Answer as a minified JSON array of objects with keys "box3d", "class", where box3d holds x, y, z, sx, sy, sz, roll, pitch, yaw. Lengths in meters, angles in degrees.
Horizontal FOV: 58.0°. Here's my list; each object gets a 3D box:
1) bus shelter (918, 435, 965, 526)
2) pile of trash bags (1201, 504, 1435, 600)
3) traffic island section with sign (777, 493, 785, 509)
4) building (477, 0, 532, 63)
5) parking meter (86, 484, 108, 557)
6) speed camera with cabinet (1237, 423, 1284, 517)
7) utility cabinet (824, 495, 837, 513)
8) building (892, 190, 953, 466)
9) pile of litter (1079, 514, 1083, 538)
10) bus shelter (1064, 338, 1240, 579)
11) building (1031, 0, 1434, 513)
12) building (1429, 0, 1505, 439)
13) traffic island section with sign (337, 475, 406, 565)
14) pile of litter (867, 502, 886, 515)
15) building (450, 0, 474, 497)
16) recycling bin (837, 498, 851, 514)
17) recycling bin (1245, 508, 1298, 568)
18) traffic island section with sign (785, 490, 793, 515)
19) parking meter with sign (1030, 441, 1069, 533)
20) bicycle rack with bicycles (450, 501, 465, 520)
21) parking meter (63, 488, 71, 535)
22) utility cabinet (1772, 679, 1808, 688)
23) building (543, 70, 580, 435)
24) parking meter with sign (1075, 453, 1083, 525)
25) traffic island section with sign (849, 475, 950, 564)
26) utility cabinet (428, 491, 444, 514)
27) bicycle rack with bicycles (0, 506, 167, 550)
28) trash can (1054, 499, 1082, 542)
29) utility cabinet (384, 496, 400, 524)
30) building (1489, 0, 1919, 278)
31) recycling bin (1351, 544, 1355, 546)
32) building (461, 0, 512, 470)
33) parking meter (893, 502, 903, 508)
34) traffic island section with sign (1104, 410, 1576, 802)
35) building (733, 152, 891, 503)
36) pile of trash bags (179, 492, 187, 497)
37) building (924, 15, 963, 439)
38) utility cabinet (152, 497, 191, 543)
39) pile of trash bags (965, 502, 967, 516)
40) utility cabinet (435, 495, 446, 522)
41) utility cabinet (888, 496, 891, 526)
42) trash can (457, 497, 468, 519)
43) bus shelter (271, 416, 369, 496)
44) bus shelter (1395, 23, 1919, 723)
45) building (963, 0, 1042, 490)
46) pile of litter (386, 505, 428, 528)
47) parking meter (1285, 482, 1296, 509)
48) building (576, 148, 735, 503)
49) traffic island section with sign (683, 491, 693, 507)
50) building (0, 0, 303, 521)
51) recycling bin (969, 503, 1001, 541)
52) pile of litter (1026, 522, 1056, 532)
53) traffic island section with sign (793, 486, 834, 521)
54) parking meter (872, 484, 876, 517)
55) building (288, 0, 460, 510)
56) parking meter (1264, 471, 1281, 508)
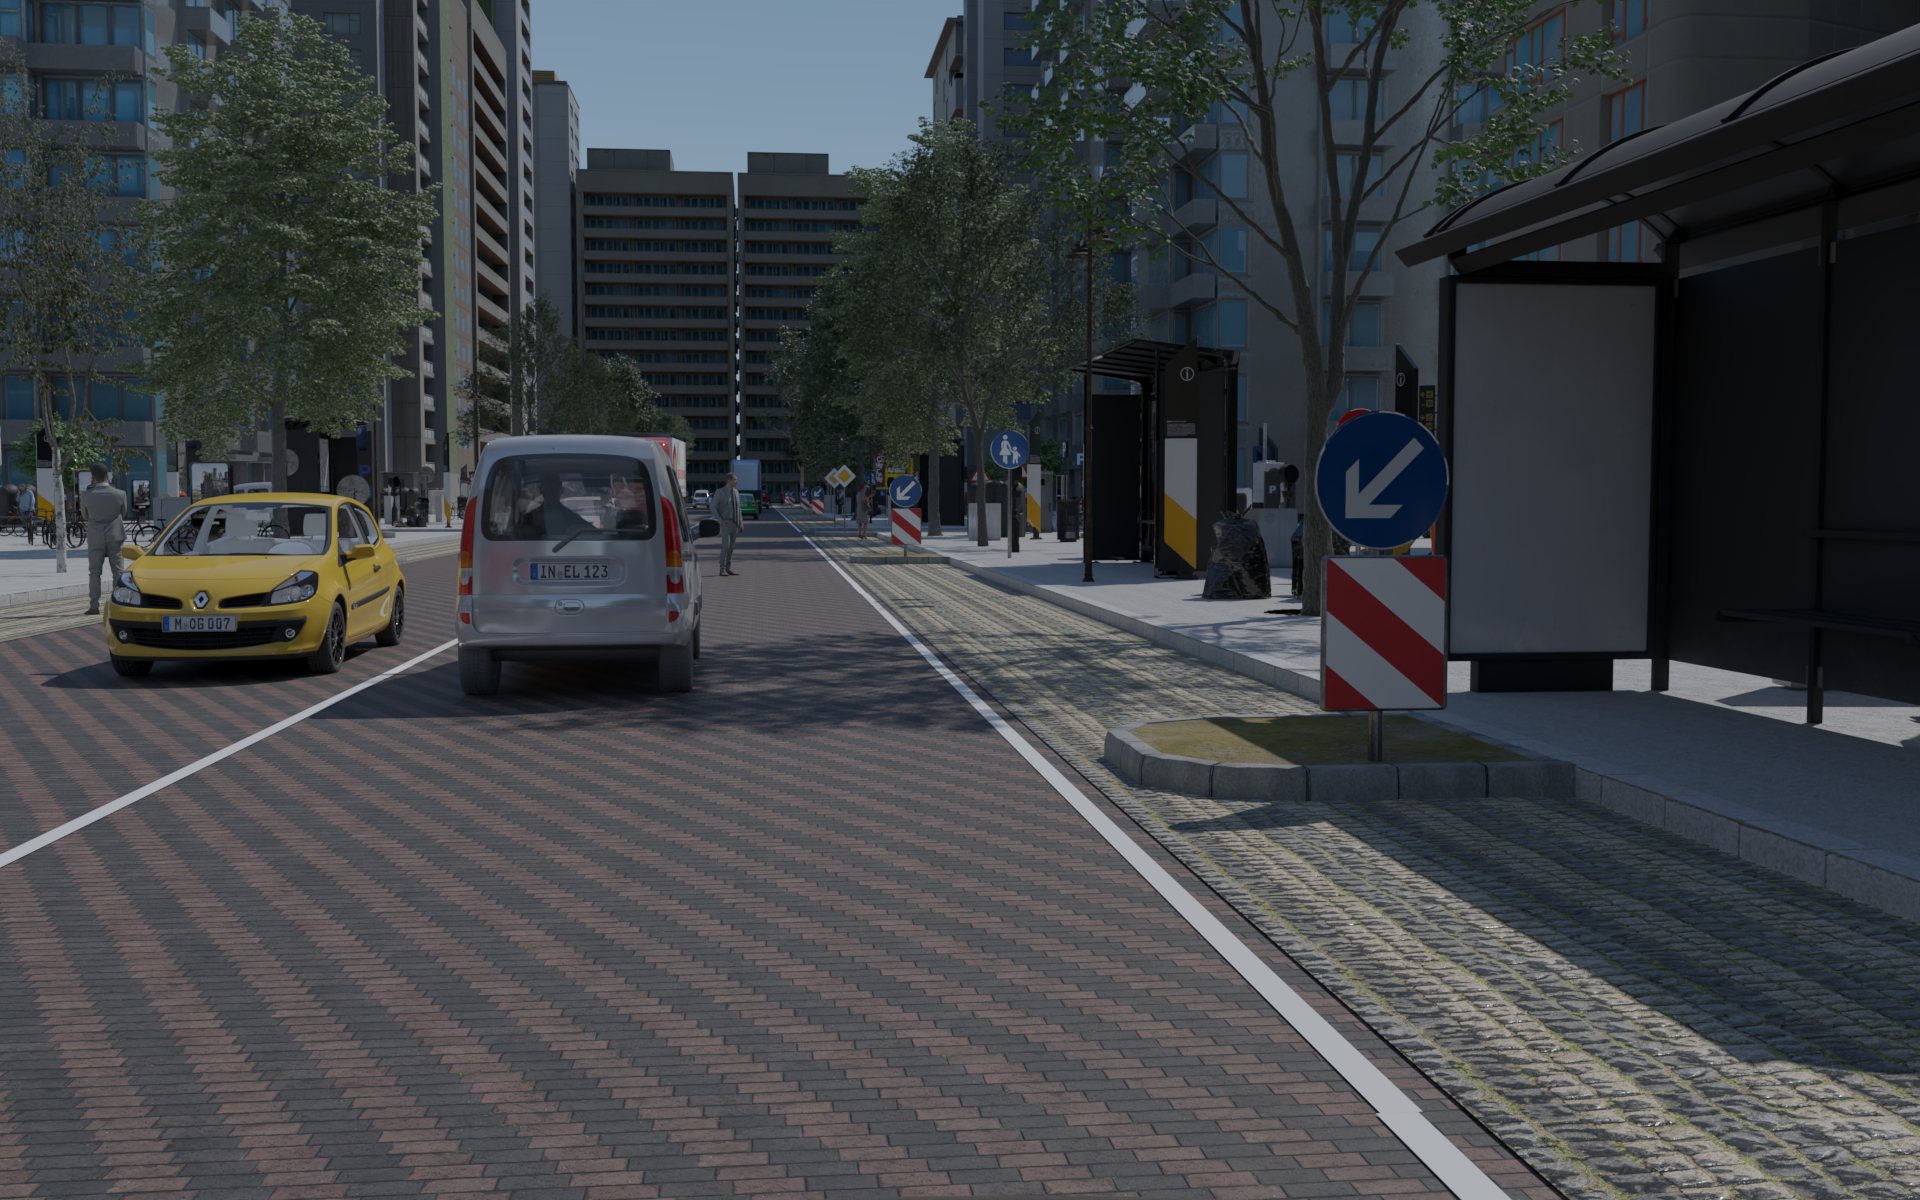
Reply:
[{"box3d":[-0.916,-4.930,71.893,1.731,3.624,6.357,0,4,-6],"class":"bus shelter"},{"box3d":[4.615,-0.708,21.328,3.447,1.369,1.912,2,4,25],"class":"pile of trash bags"},{"box3d":[-16.409,-9.726,167.652,1.989,1.847,2.006,0,4,-7],"class":"traffic island section with sign"},{"box3d":[-60.829,-39.443,186.897,28.212,58.520,21.231,0,4,-7],"class":"building"},{"box3d":[-17.450,-1.629,35.051,0.372,1.533,0.369,0,3,0],"class":"parking meter"},{"box3d":[7.967,-3.274,47.867,2.038,3.252,0.660,-2,4,-26],"class":"speed camera with cabinet"},{"box3d":[-8.636,-6.463,116.838,1.020,1.237,0.306,0,4,8],"class":"utility cabinet"},{"box3d":[-2.923,-36.550,247.698,14.200,45.320,14.600,0,4,-7],"class":"building"},{"box3d":[4.019,-2.237,50.539,1.176,0.858,1.719,-1,4,-18],"class":"pile of litter"},{"box3d":[3.128,-2.327,29.327,1.731,3.624,6.357,0,4,-6],"class":"bus shelter"},{"box3d":[17.502,-31.121,128.436,23.786,49.044,30.456,0,4,-7],"class":"building"},{"box3d":[23.751,-28.878,91.762,30.456,49.044,23.786,0,4,-7],"class":"building"},{"box3d":[-12.389,-1.625,35.203,1.989,1.847,2.006,0,4,-7],"class":"traffic island section with sign"},{"box3d":[-5.431,-5.604,105.590,1.176,0.858,1.719,3,4,36],"class":"pile of litter"},{"box3d":[-48.891,-30.196,143.807,14.600,45.320,14.200,0,4,-7],"class":"building"},{"box3d":[-7.676,-6.247,114.686,0.722,1.027,0.722,3,5,44],"class":"recycling bin"},{"box3d":[5.440,-1.087,30.323,0.722,1.027,0.722,-1,4,-14],"class":"recycling bin"},{"box3d":[-10.681,-6.676,117.778,1.989,1.847,2.006,0,4,-7],"class":"traffic island section with sign"},{"box3d":[2.673,-3.728,57.220,1.738,3.016,0.543,-1,4,-10],"class":"parking meter with sign"},{"box3d":[-24.064,-4.391,85.168,2.852,0.926,2.925,1,4,11],"class":"bicycle rack with bicycles"},{"box3d":[-28.154,-2.811,54.374,0.372,1.533,0.369,0,3,0],"class":"parking meter"},{"box3d":[6.005,-0.165,11.370,1.173,1.500,0.318,0,4,2],"class":"utility cabinet"},{"box3d":[-67.701,-42.877,243.030,28.212,58.520,21.231,0,4,-7],"class":"building"},{"box3d":[5.374,-4.729,73.573,0.543,3.016,1.738,1,4,19],"class":"parking meter with sign"},{"box3d":[-1.298,-1.680,36.096,1.989,1.847,2.006,0,4,-7],"class":"traffic island section with sign"},{"box3d":[-32.511,-6.058,107.719,0.318,1.500,1.173,2,4,28],"class":"utility cabinet"},{"box3d":[-20.374,-1.691,41.025,2.852,0.926,2.925,1,4,21],"class":"bicycle rack with bicycles"},{"box3d":[2.896,-2.119,46.301,0.748,1.137,0.748,0,3,0],"class":"trash can"},{"box3d":[-24.216,-3.832,73.817,0.306,1.237,1.020,0,4,4],"class":"utility cabinet"},{"box3d":[28.742,-11.360,30.777,27.650,21.520,28.899,0,4,-7],"class":"building"},{"box3d":[10.067,-1.881,43.303,0.722,1.027,0.722,-1,4,-14],"class":"recycling bin"},{"box3d":[-54.310,-32.867,161.072,21.300,48.544,21.600,0,4,-7],"class":"building"},{"box3d":[-4.775,-7.647,133.443,0.372,1.533,0.369,0,3,0],"class":"parking meter"},{"box3d":[1.814,-0.022,8.990,1.989,1.847,2.006,0,4,-7],"class":"traffic island section with sign"},{"box3d":[-21.074,-38.230,248.762,21.600,48.544,21.300,0,4,-7],"class":"building"},{"box3d":[-29.327,-3.556,67.888,1.912,1.369,3.447,2,4,31],"class":"pile of trash bags"},{"box3d":[11.624,-36.822,191.270,28.713,52.752,27.495,0,4,-7],"class":"building"},{"box3d":[-17.568,-1.693,38.849,0.306,1.237,1.020,2,4,26],"class":"utility cabinet"},{"box3d":[-0.597,-5.761,103.948,1.912,1.369,3.447,-1,4,-8],"class":"pile of trash bags"},{"box3d":[-23.896,-4.189,79.658,0.306,1.237,1.020,0,4,-6],"class":"utility cabinet"},{"box3d":[-2.691,-3.610,70.187,0.306,1.237,1.020,-1,4,-13],"class":"utility cabinet"},{"box3d":[-25.266,-4.690,88.341,0.748,1.137,0.748,0,3,0],"class":"trash can"},{"box3d":[-19.489,-3.799,53.399,1.731,3.624,6.357,0,4,-7],"class":"bus shelter"},{"box3d":[4.152,-0.904,8.709,2.014,3.302,5.546,0,4,-7],"class":"bus shelter"},{"box3d":[10.837,-37.983,163.020,21.231,58.520,28.212,0,4,-7],"class":"building"},{"box3d":[-21.312,-3.228,66.744,1.719,0.858,1.176,-2,4,-34],"class":"pile of litter"},{"box3d":[10.858,-3.135,56.969,0.255,1.863,0.399,-1,4,-12],"class":"parking meter"},{"box3d":[-42.508,-38.067,246.089,21.600,48.544,21.300,0,4,-7],"class":"building"},{"box3d":[-30.540,-11.287,193.176,1.989,1.847,2.006,0,4,-7],"class":"traffic island section with sign"},{"box3d":[-49.355,-28.959,93.091,23.786,49.044,30.456,0,4,-7],"class":"building"},{"box3d":[0.682,-2.168,48.000,0.722,1.027,0.722,-1,4,-19],"class":"recycling bin"},{"box3d":[2.494,-2.771,59.263,1.719,0.858,1.176,0,4,-7],"class":"pile of litter"},{"box3d":[-7.601,-5.038,90.999,1.989,1.847,2.006,0,4,-7],"class":"traffic island section with sign"},{"box3d":[-4.869,-5.590,97.101,0.255,1.863,0.399,-1,4,-17],"class":"parking meter"},{"box3d":[-46.131,-27.277,129.570,14.154,41.232,14.086,0,4,-7],"class":"building"},{"box3d":[7.947,-2.348,44.106,0.399,1.863,0.255,0,3,0],"class":"parking meter"}]
